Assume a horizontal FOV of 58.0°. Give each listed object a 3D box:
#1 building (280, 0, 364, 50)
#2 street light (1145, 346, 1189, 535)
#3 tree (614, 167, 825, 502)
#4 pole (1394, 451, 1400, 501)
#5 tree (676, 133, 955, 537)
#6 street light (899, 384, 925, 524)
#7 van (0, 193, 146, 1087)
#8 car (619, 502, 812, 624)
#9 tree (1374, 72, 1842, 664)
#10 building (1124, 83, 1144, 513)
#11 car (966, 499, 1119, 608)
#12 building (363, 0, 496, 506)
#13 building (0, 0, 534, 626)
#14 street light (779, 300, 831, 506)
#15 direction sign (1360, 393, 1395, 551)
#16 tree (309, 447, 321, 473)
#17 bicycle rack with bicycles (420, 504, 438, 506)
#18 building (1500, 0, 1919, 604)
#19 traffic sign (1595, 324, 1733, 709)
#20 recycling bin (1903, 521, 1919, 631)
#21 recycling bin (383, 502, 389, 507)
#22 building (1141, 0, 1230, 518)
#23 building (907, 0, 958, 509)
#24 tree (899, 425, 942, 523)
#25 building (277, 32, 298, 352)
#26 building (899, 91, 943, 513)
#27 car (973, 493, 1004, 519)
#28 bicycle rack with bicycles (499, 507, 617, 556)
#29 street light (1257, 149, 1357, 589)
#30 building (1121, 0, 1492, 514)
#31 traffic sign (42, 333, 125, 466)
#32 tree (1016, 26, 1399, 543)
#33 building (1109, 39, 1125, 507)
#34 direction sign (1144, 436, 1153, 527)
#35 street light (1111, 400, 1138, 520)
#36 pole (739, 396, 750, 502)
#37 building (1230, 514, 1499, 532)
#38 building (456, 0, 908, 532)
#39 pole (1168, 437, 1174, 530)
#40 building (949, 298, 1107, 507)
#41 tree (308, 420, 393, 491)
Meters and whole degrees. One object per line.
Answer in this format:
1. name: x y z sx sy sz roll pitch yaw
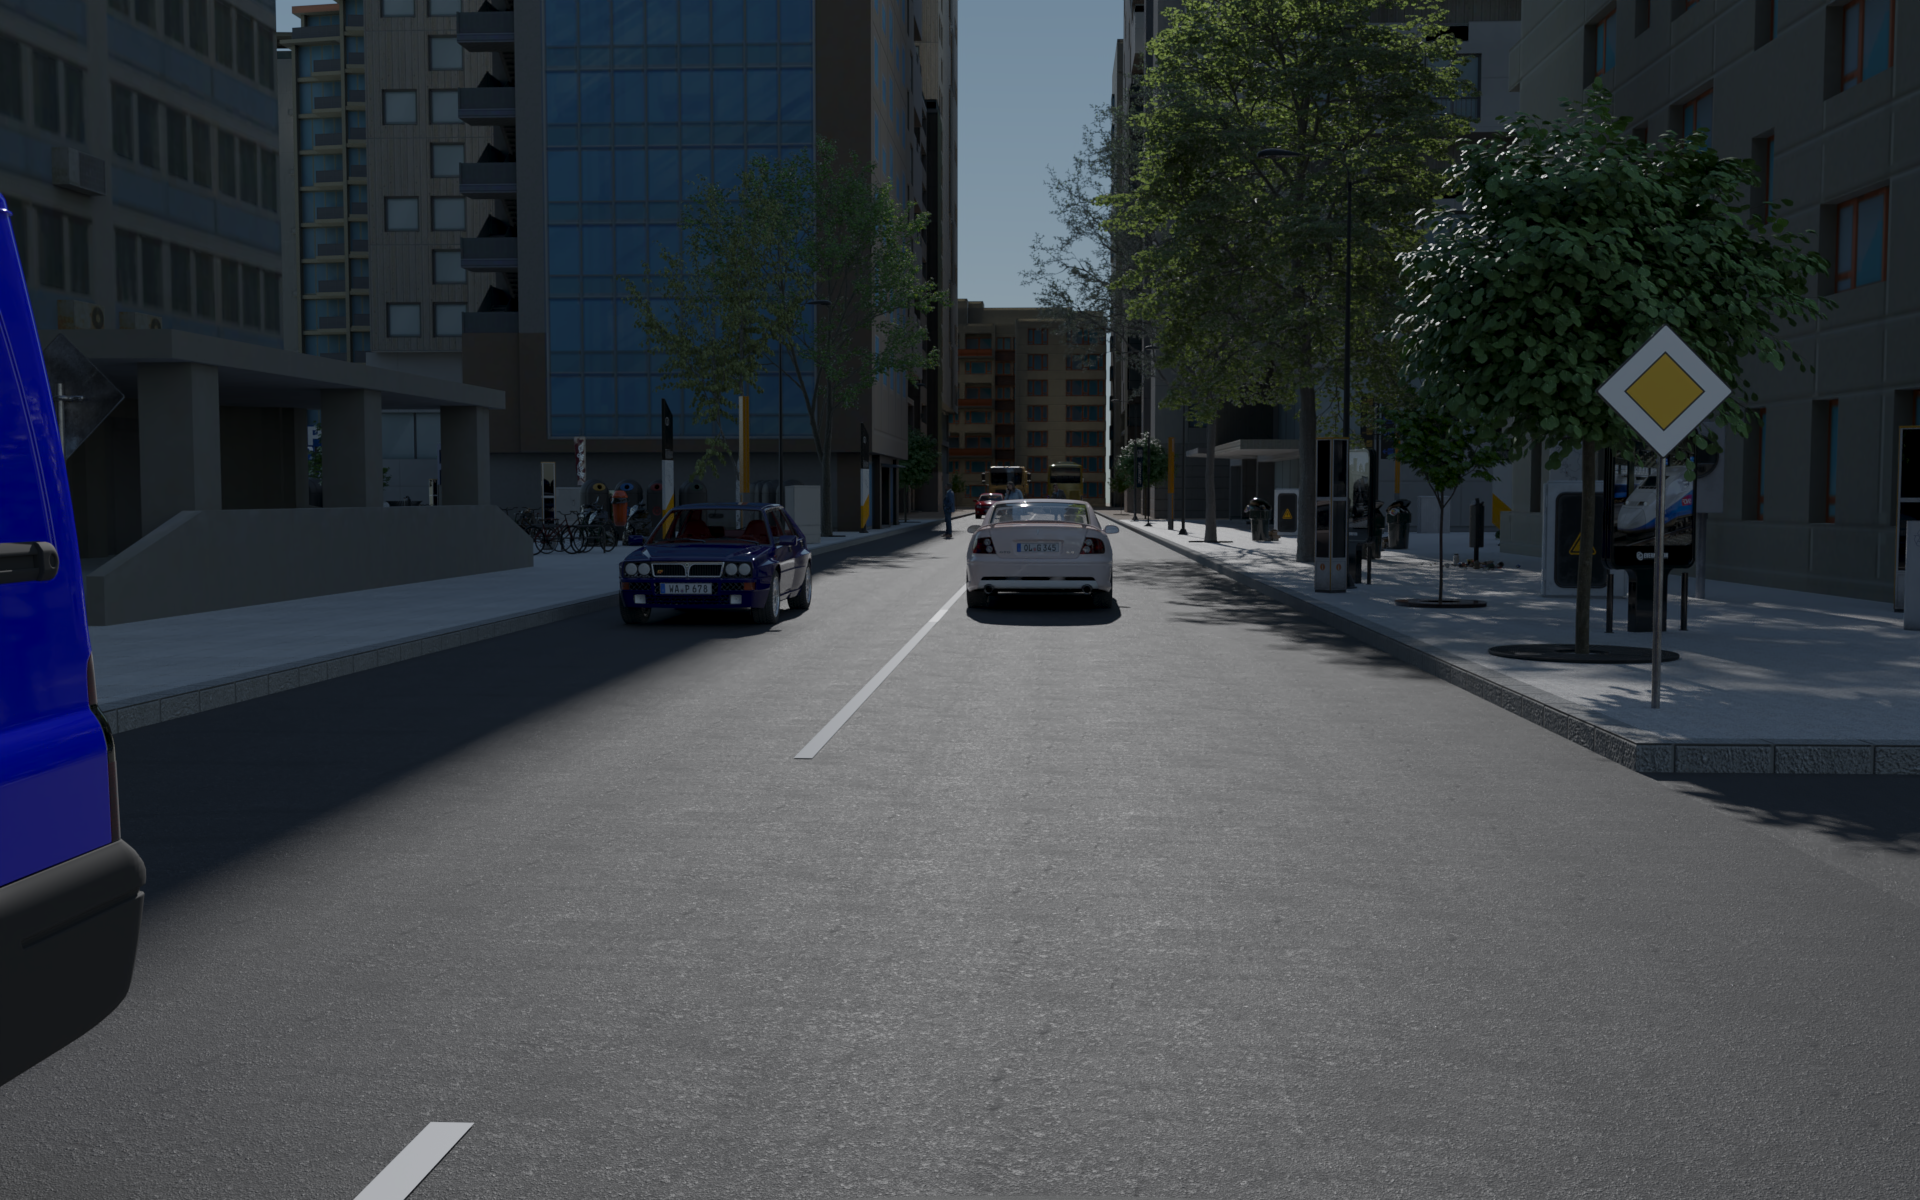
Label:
1. building: -41.818 -30.396 151.595 28.867 44.769 22.147 0 4 3
2. street light: 6.485 -5.005 54.373 1.470 5.913 1.316 0 4 3
3. tree: -5.173 -5.393 38.535 4.737 8.622 4.395 0 3 0
4. pole: 14.482 -3.885 57.368 0.158 3.312 0.155 0 3 0
5. tree: -4.148 -7.689 51.476 9.928 11.665 9.643 0 3 0
6. street light: -2.151 -6.142 72.955 1.470 5.913 1.316 0 4 3
7. van: -2.683 0.209 0.973 2.240 2.365 5.245 0 4 1
8. car: -2.805 -0.474 20.333 1.945 1.354 3.894 0 4 3
9. tree: 4.949 -1.825 13.555 4.285 4.588 4.351 0 3 0
10. building: 18.914 -21.613 125.071 14.160 30.474 14.107 0 4 3
11. car: 1.098 -0.661 23.170 2.083 1.381 4.827 0 4 4
12. building: -16.385 -31.270 100.508 28.713 52.752 27.495 0 4 3
13. building: -24.007 -20.275 23.381 32.217 40.220 23.993 0 4 3
14. street light: -3.773 -4.224 41.606 1.470 5.913 1.316 0 4 3
15. direction sign: 9.363 -2.867 38.865 0.876 3.537 0.379 3 5 44
16. tree: -31.115 -6.253 85.952 4.285 4.588 4.351 0 3 0
17. bicycle rack with bicycles: -20.143 -3.053 63.295 2.852 0.926 2.925 1 4 10
18. building: 25.595 -10.886 23.028 28.899 21.520 27.650 0 4 3
19. traffic sign: 4.161 -0.408 10.307 0.795 2.450 0.064 0 4 3
20. recycling bin: 9.392 -0.226 16.252 0.722 1.027 0.722 -3 4 -37
21. recycling bin: -17.490 -2.444 52.520 0.722 1.027 0.722 0 4 -2
22. building: 21.482 -34.307 102.923 21.231 58.520 28.212 0 4 3
23. building: -13.851 -34.093 146.666 27.495 52.752 28.713 0 4 3
24. tree: -3.189 -6.180 84.761 4.285 4.588 4.351 0 3 0
25. building: -63.186 -28.939 156.748 14.086 41.232 14.154 0 4 3
26. building: -8.692 -21.398 121.562 14.160 30.474 14.107 0 4 3
27. car: 1.860 -5.686 102.009 2.155 1.783 4.494 0 4 4
28. bicycle rack with bicycles: -8.750 -1.481 37.598 2.925 0.926 2.852 -3 5 -42
29. street light: 4.692 -3.113 23.441 1.470 5.913 1.316 0 4 3
30. building: 27.538 -33.992 145.000 28.713 52.752 27.495 0 4 3
31. traffic sign: -5.617 -0.441 10.860 0.795 2.450 0.064 0 4 3
32. tree: 6.583 -8.265 45.505 12.009 13.543 11.850 0 3 0
33. building: 26.185 -33.899 177.945 21.600 48.544 21.300 0 4 3
34. direction sign: 7.447 -4.673 68.401 0.379 3.537 0.876 0 4 1
35. street light: 8.108 -6.897 85.314 1.470 5.913 1.316 0 4 3
36. pole: -4.501 -2.589 36.173 0.158 3.312 0.155 0 3 0
37. building: 23.520 -29.401 69.948 28.713 52.752 27.495 0 4 3
38. building: -9.454 -25.343 64.467 14.600 45.320 14.200 0 4 3
39. pole: 7.567 -4.174 62.085 0.158 3.312 0.155 0 3 0
40. building: 0.699 -20.761 184.487 28.899 21.520 27.650 0 4 3
41. tree: -14.025 -2.733 39.293 1.663 3.219 1.824 0 3 0
